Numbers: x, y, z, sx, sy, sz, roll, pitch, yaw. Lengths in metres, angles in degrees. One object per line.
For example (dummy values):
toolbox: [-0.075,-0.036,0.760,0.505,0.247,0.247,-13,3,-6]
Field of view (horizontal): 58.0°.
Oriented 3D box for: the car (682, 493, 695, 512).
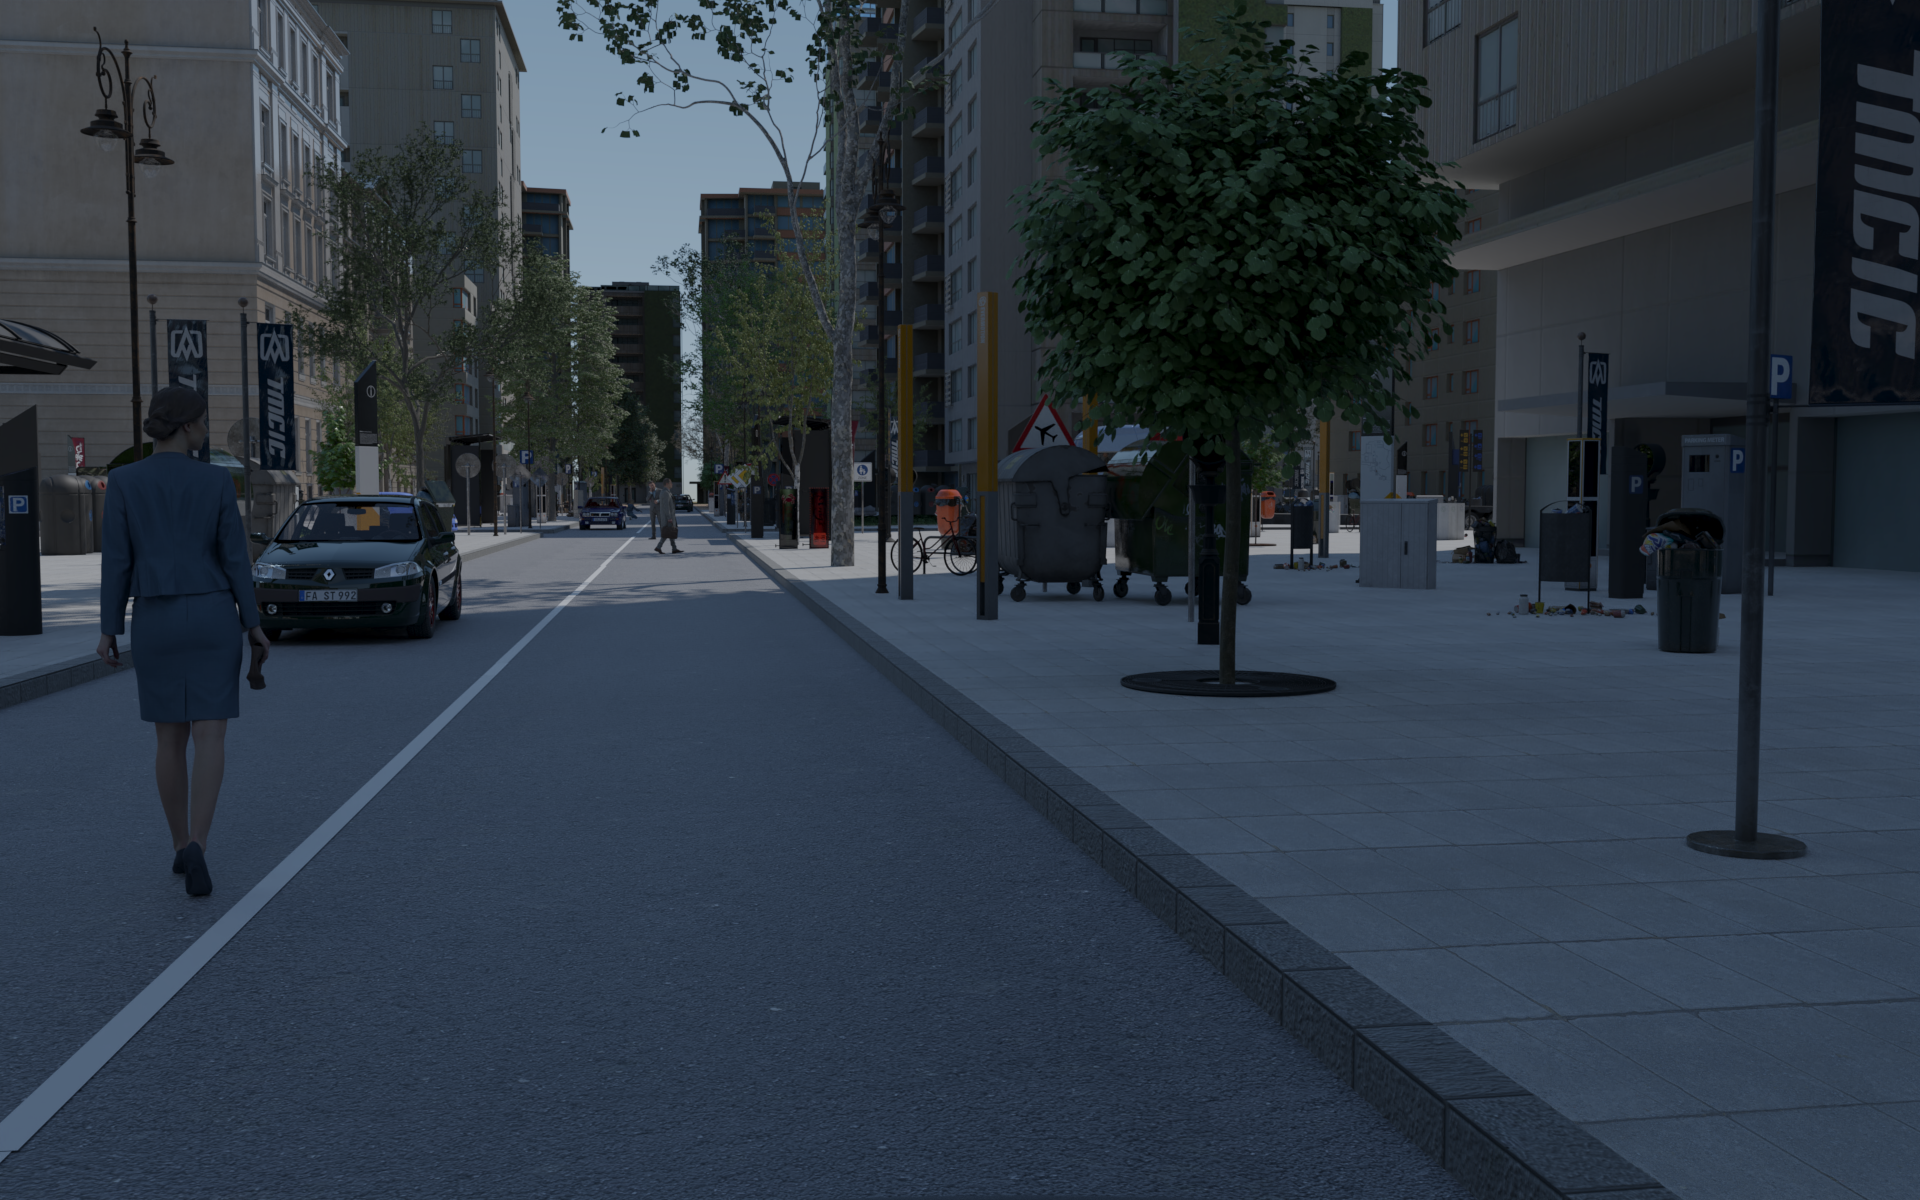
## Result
car: [-22.853,-8.129,142.702,2.009,1.686,4.222,-1,4,-9]

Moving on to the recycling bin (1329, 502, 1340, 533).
recycling bin: [12.227,-2.747,57.471,0.722,1.027,0.722,1,4,16]

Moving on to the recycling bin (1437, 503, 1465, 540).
recycling bin: [13.674,-2.209,48.670,0.722,1.027,0.722,-3,4,-37]

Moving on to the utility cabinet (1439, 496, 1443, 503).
utility cabinet: [18.808,-3.559,69.349,1.020,1.237,0.306,1,4,10]

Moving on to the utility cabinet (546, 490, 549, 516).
utility cabinet: [-24.368,-5.708,102.007,0.318,1.500,1.173,0,4,4]

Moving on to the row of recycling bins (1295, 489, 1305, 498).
row of recycling bins: [25.304,-7.795,134.565,3.534,1.692,1.069,1,4,12]

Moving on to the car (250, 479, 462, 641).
car: [-6.299,-0.518,18.256,2.009,1.686,4.222,-1,4,-10]

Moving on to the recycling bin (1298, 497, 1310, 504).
recycling bin: [25.399,-7.058,127.948,0.722,1.027,0.722,2,4,24]

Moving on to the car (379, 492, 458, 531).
car: [-19.086,-3.032,59.164,3.694,1.707,1.945,-1,4,-10]

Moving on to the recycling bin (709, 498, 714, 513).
recycling bin: [-16.908,-6.572,120.009,0.722,1.027,0.722,-3,5,-43]

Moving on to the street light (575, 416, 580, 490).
street light: [-21.855,-7.737,99.285,0.468,5.910,1.993,-1,4,-9]

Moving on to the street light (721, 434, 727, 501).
street light: [-14.145,-8.002,103.617,0.468,5.910,1.993,-1,4,-9]

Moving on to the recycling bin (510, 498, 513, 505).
recycling bin: [-29.345,-6.247,114.699,0.722,1.027,0.722,0,4,-1]

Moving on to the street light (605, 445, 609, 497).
street light: [-27.403,-9.867,134.117,0.468,5.910,1.993,-1,4,-9]

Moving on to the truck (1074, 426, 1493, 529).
truck: [12.816,-4.635,65.549,18.799,4.110,2.967,-1,4,-11]

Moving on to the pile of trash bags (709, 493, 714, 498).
pile of trash bags: [-18.818,-7.703,135.701,1.912,1.369,3.447,1,4,15]

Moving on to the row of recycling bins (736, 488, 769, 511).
row of recycling bins: [-14.645,-7.069,122.697,1.069,1.692,3.534,-3,4,-39]

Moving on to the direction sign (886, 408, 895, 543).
direction sign: [-1.876,-3.297,45.911,0.379,3.537,0.876,0,4,1]

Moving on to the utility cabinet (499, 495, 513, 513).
utility cabinet: [-31.069,-6.587,118.852,1.020,1.237,0.306,1,4,12]

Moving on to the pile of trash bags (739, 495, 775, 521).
pile of trash bags: [-9.767,-4.542,84.014,1.912,1.369,3.447,-1,4,-8]

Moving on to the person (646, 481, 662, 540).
person: [-9.550,-2.823,54.455,0.655,1.846,0.447,1,4,9]

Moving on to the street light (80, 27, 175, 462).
street light: [-8.471,-2.752,17.779,0.468,5.910,1.993,-1,4,-9]

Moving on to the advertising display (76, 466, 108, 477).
advertising display: [-20.189,-2.159,40.508,0.974,1.923,0.123,1,4,12]

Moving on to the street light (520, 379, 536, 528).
street light: [-16.048,-5.609,64.496,0.468,5.910,1.993,-1,4,-9]

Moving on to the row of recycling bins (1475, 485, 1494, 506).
row of recycling bins: [23.970,-4.315,77.657,1.069,1.692,3.534,0,4,-2]

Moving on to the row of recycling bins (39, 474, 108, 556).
row of recycling bins: [-19.151,-1.870,37.685,1.069,1.692,3.534,-1,4,-11]

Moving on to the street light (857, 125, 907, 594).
street light: [-1.008,-3.025,22.243,0.468,5.910,1.993,-1,4,-9]

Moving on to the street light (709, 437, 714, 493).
street light: [-19.857,-10.131,138.421,0.468,5.910,1.993,-1,4,-9]

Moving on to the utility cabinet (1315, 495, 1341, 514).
utility cabinet: [14.916,-3.632,70.542,0.306,1.237,1.020,-2,4,-32]

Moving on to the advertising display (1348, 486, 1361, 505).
advertising display: [22.554,-5.715,98.660,0.974,1.923,0.123,3,5,42]

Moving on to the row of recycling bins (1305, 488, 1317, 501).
row of recycling bins: [25.443,-6.758,117.601,3.534,1.692,1.069,2,4,35]

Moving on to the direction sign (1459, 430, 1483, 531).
direction sign: [17.953,-4.216,60.935,0.876,3.537,0.379,-1,4,-12]

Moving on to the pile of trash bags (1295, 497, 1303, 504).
pile of trash bags: [13.982,-4.160,77.765,1.912,1.369,3.447,-3,4,-38]

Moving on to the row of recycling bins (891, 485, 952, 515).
row of recycling bins: [-1.885,-4.485,80.440,3.534,1.692,1.069,-3,4,-36]

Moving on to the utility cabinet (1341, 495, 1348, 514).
utility cabinet: [22.523,-5.537,101.687,1.020,1.237,0.306,2,4,29]

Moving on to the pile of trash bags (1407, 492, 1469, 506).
pile of trash bags: [22.753,-4.448,82.471,3.447,1.369,1.912,2,4,30]

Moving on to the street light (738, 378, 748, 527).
street light: [-8.451,-5.823,67.994,0.468,5.910,1.993,-1,4,-9]

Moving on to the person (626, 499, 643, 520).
person: [-18.280,-5.038,96.366,1.012,1.151,0.738,2,4,34]

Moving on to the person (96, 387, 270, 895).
person: [-2.850,0.136,6.305,0.581,1.822,0.654,-1,4,-8]

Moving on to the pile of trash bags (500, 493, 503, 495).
pile of trash bags: [-33.060,-7.204,127.538,1.912,1.369,3.447,-3,5,-40]

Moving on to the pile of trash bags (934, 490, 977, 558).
pile of trash bags: [0.602,-1.619,36.227,1.912,1.369,3.447,2,4,35]

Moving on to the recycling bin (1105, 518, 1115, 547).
recycling bin: [3.845,-1.804,42.048,0.722,1.027,0.722,-2,4,-35]

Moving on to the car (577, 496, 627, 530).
car: [-14.480,-3.527,70.244,1.945,1.354,3.894,0,4,-8]

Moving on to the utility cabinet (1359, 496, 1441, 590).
utility cabinet: [5.975,-0.764,23.646,1.020,1.237,0.306,3,5,41]

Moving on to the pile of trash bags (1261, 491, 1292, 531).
pile of trash bags: [9.315,-2.998,58.768,3.447,1.369,1.912,-2,4,-30]

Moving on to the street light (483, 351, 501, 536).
street light: [-14.143,-4.881,52.591,0.468,5.910,1.993,-1,4,-9]

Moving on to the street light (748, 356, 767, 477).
street light: [-6.617,-5.155,57.064,0.468,5.910,1.993,-1,4,-9]

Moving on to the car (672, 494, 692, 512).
car: [-22.069,-7.732,136.197,2.009,1.686,4.222,-1,4,-10]

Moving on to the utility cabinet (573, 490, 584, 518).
utility cabinet: [-20.260,-5.098,92.038,0.318,1.500,1.173,-2,4,-24]
